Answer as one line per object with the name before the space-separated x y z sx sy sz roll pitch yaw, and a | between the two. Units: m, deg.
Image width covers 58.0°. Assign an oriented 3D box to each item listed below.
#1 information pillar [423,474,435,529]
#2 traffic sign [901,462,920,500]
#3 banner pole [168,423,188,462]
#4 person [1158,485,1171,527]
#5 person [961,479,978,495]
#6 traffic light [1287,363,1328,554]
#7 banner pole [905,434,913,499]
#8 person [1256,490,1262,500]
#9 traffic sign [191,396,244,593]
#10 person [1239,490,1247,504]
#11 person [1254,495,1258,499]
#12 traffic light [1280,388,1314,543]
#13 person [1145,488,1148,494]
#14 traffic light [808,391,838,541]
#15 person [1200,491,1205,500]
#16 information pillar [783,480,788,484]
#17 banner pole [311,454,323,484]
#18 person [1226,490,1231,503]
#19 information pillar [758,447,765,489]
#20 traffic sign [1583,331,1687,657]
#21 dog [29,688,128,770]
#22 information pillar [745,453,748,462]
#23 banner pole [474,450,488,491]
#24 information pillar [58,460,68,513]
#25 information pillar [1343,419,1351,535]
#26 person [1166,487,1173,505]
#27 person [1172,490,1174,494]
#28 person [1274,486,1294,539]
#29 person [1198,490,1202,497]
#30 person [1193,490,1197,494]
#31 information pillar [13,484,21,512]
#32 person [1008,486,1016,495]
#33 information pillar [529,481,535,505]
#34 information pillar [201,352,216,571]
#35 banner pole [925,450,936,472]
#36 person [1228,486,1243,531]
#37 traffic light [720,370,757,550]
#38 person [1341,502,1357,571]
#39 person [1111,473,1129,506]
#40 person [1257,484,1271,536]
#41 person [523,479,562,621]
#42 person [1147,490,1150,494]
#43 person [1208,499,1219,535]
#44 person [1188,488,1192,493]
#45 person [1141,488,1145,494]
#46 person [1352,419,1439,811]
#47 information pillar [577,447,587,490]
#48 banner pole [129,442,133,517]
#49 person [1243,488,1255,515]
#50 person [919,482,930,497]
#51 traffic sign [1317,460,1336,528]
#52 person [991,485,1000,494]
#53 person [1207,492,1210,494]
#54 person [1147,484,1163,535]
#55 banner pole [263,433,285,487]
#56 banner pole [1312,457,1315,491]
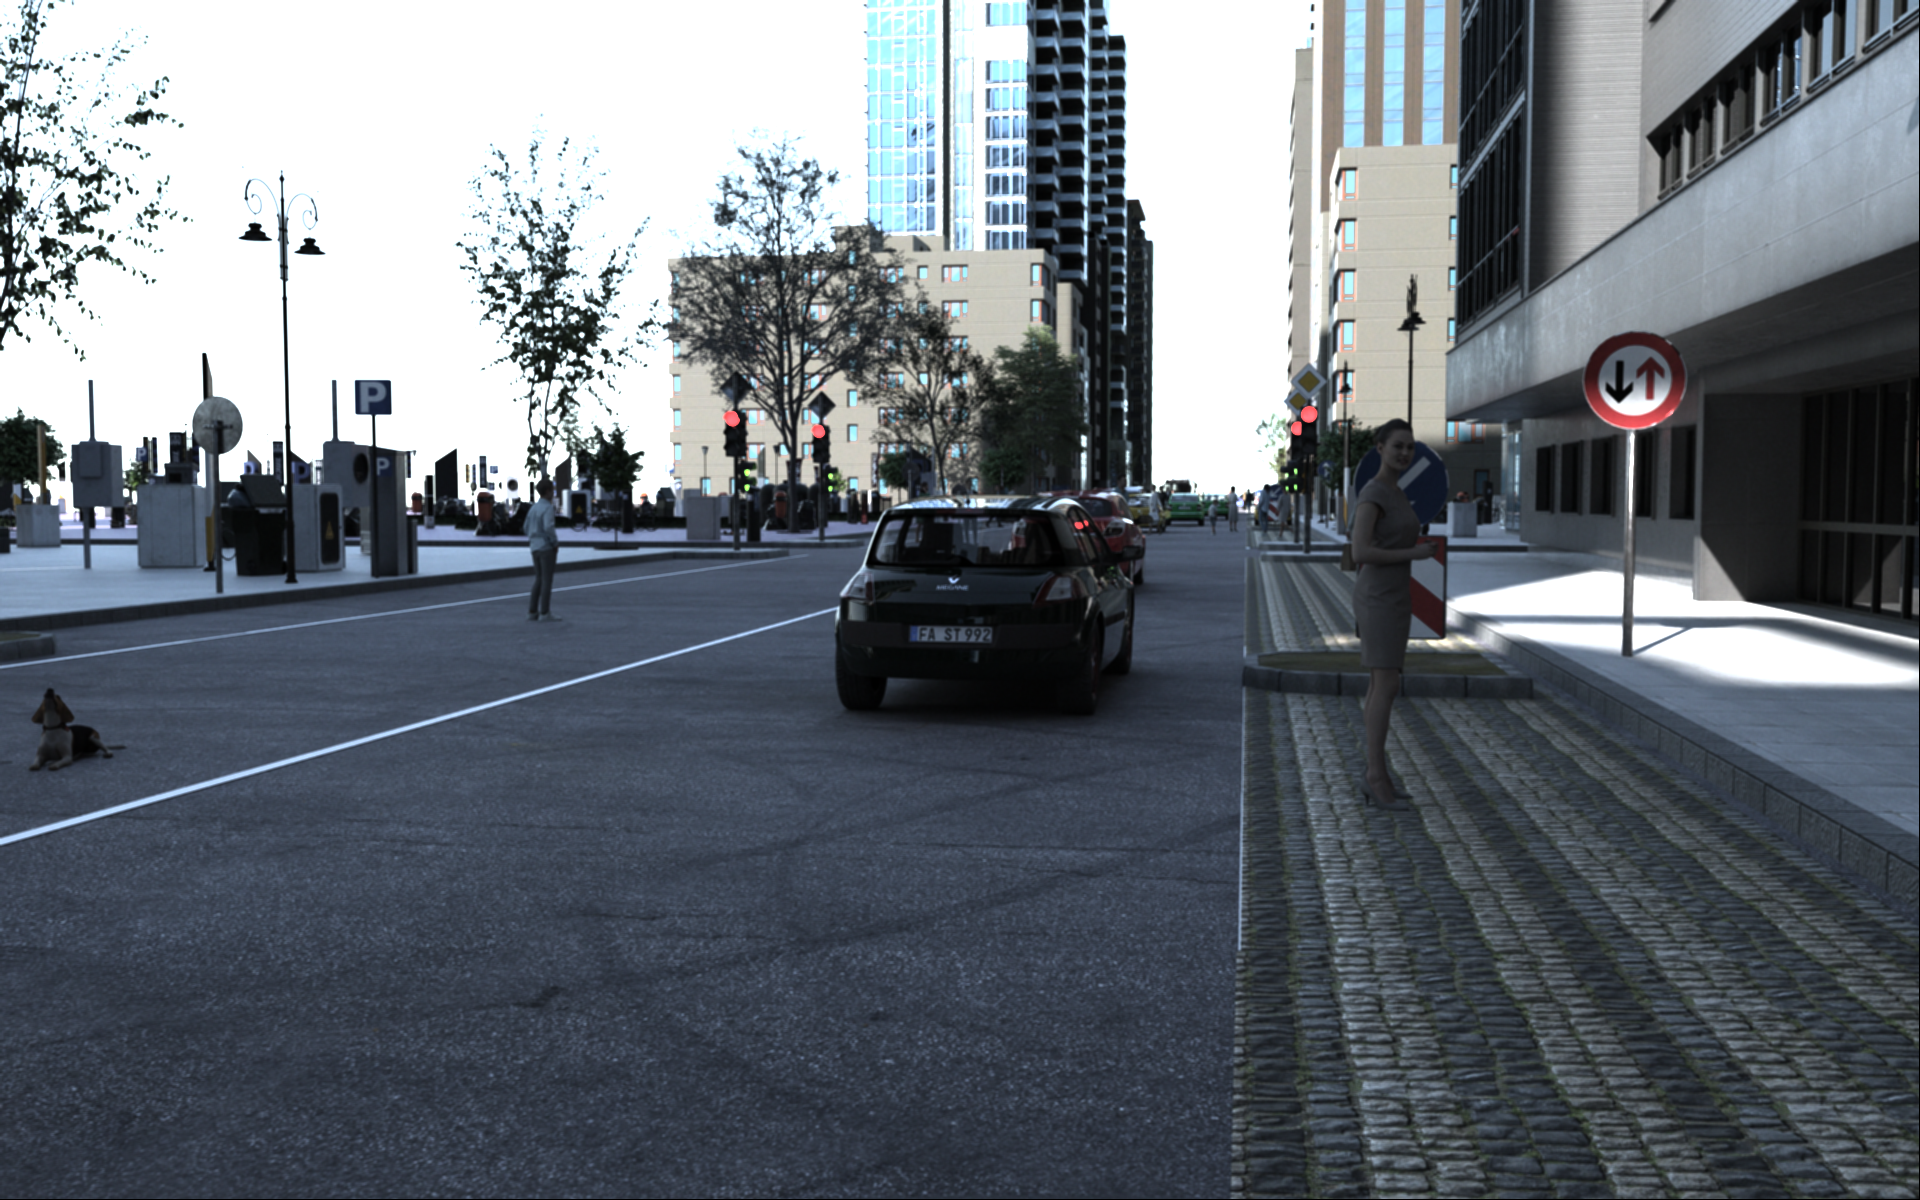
information pillar | -19.806 -3.677 64.604 0.304 2.012 0.304 -2 4 -34
traffic sign | -1.967 -4.187 68.568 0.768 2.556 0.104 1 4 14
banner pole | -27.385 -4.334 60.871 0.863 3.779 0.401 0 4 2
person | 8.467 -4.006 74.218 0.699 1.804 1.509 -1 4 -18
person | 0.306 -2.403 47.566 0.659 1.850 0.755 -1 4 -9
traffic light | 7.475 -2.959 37.300 0.839 4.253 0.868 1 4 9
banner pole | -2.103 -5.012 71.958 0.401 3.779 0.863 1 4 20
person | 23.904 -7.853 137.680 0.721 1.735 1.217 -1 4 -21
traffic sign | -9.621 -1.365 22.431 0.768 2.556 0.104 1 4 13
person | 26.045 -9.156 158.287 1.348 1.812 0.705 -2 4 -25
person | 27.857 -9.320 161.664 1.217 1.735 0.721 3 4 37
traffic light | 8.781 -3.441 45.178 0.839 4.253 0.868 1 4 9
person | 12.151 -6.380 112.922 0.767 1.812 0.694 -1 4 -15
traffic light | -3.763 -3.566 47.233 0.839 4.253 0.868 1 4 9
person | 21.879 -9.004 156.423 0.721 1.736 1.217 -1 4 -14
information pillar | -9.111 -5.298 91.122 0.304 2.012 0.304 1 4 22
banner pole | -40.287 -7.239 108.368 0.863 3.779 0.401 -2 4 -32
person | 20.643 -7.566 132.751 0.990 1.755 0.434 1 4 15
information pillar | -9.933 -5.833 86.727 0.504 3.616 0.183 3 5 42
traffic sign | 5.278 -0.827 13.622 0.768 2.556 0.104 1 4 12
dog | -4.738 0.663 9.348 0.550 0.427 0.748 3 4 36
information pillar | -12.119 -6.545 98.360 0.183 3.616 0.504 0 4 -3
banner pole | -27.020 -6.577 97.554 0.863 3.779 0.401 -2 4 -24
information pillar | -60.539 -7.676 116.860 0.504 3.616 0.183 -2 4 -32
information pillar | 12.113 -3.842 54.177 0.183 3.616 0.504 0 4 0
person | 12.094 -5.635 100.405 0.659 1.850 0.755 2 4 26
person | 16.170 -7.535 132.235 0.617 1.759 0.750 -2 4 -28
person | 10.209 -2.752 54.250 0.760 1.731 0.466 2 4 27
person | 19.825 -8.266 144.364 0.721 1.735 1.217 -3 4 -36
person | 20.880 -8.876 153.629 0.705 1.823 1.348 0 4 -6
information pillar | -40.869 -5.127 75.179 0.183 3.616 0.504 1 4 19
person | 2.578 -4.678 85.106 0.853 1.813 0.709 -3 4 -38
information pillar | -24.042 -5.680 97.366 0.304 2.012 0.304 0 4 -5
information pillar | -12.499 -2.293 28.853 0.183 3.616 0.504 -1 4 -12
banner pole | -1.774 -6.649 98.725 0.863 3.779 0.401 1 4 14
person | 10.609 -3.530 66.791 0.480 1.755 0.524 3 5 41
traffic light | -5.068 -3.085 39.355 0.839 4.253 0.868 1 4 9
person | 5.695 -0.930 24.192 0.515 1.767 0.782 -3 4 -36
person | 2.965 -1.476 32.652 0.620 1.820 0.660 2 4 34
person | 10.396 -3.082 59.152 0.793 1.790 0.793 1 4 12
person | -4.693 -0.566 19.569 0.330 1.601 0.589 -2 4 -34
person | 16.455 -8.712 150.958 0.705 1.821 1.348 -1 4 -17
person | 8.905 -2.919 60.916 0.352 1.250 0.332 -1 4 -11
person | 14.105 -5.934 105.795 0.520 1.790 0.573 3 4 39
person | 8.913 -4.619 84.766 0.760 1.731 0.466 -1 4 -9
person | 2.011 0.049 8.046 0.374 1.781 0.599 2 4 32
information pillar | -18.934 -5.841 86.850 0.504 3.616 0.183 1 4 16
banner pole | -39.408 -5.650 82.398 0.401 3.779 0.863 -2 4 -28
person | 19.801 -6.756 118.952 0.794 1.824 0.713 -1 4 -16
person | -1.062 -2.593 51.139 0.529 1.795 0.600 1 4 12
traffic sign | 13.844 -3.986 65.272 0.768 2.556 0.104 1 4 11
person | 1.501 -4.043 74.517 0.836 1.842 0.656 0 4 8
person | 22.991 -9.149 159.554 0.593 1.643 0.415 -2 4 -35
person | 6.748 -3.127 59.972 0.624 1.780 0.694 0 4 7
banner pole | -28.177 -4.965 71.198 0.863 3.779 0.401 -2 4 -31
banner pole | 23.862 -7.738 116.534 0.401 3.779 0.863 -3 4 -36
